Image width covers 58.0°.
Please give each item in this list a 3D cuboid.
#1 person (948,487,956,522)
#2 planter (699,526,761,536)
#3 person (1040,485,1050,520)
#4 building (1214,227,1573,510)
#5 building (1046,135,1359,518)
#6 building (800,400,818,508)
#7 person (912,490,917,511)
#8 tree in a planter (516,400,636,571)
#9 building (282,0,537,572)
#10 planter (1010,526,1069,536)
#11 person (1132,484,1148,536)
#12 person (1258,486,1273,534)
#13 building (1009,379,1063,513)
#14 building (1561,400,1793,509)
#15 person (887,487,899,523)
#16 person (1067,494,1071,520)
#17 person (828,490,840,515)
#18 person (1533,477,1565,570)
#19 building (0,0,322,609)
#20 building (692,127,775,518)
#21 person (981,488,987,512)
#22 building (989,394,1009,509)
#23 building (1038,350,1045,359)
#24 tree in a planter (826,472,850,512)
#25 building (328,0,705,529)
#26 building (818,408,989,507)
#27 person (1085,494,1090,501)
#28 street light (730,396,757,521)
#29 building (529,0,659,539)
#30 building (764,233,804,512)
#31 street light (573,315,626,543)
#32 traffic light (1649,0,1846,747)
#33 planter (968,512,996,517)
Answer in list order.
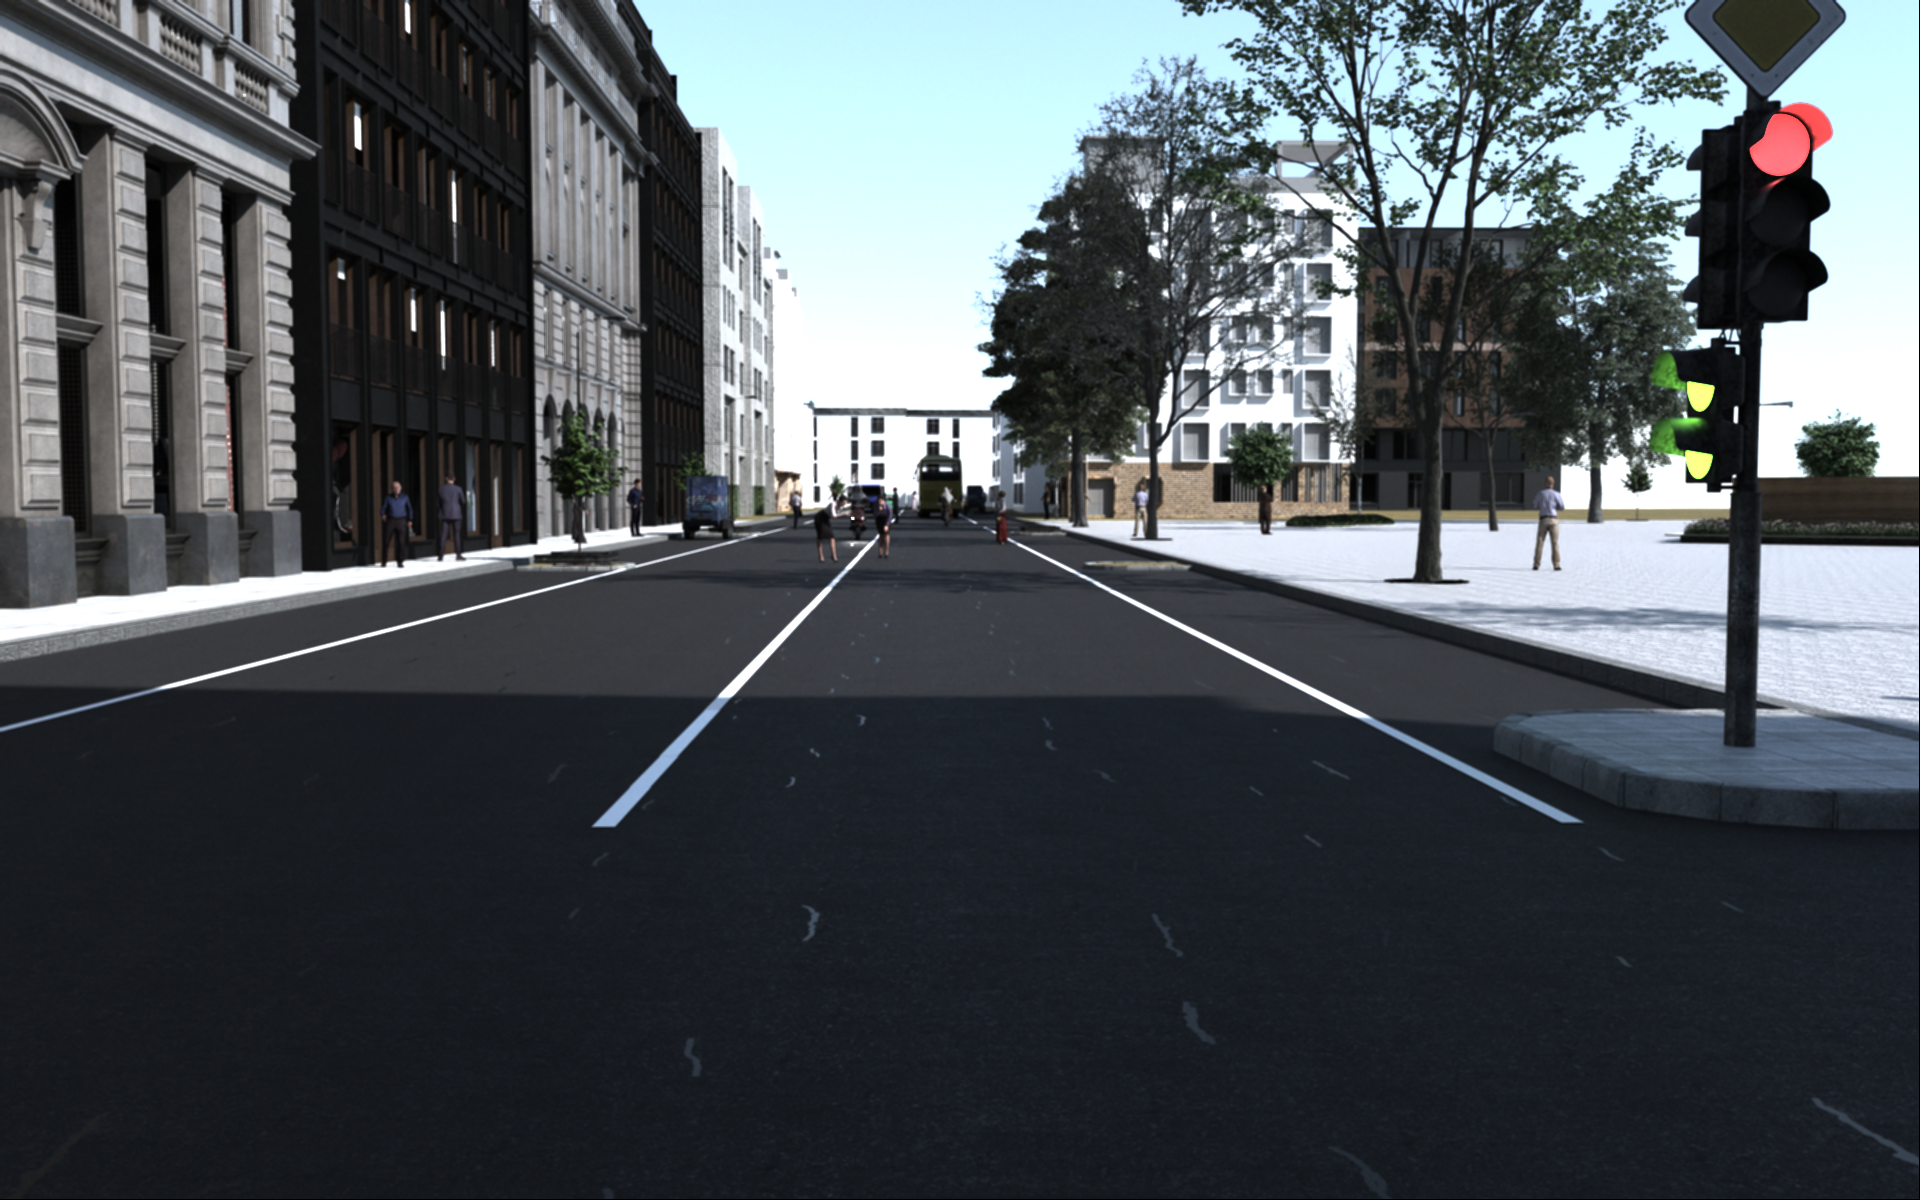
[{"bbox_3d":[-0.480,-4.827,87.871,0.568,1.767,0.683,0,4,5],"label":"person"},{"bbox_3d":[-7.949,-2.387,60.166,1.991,0.319,1.994,0,4,-1],"label":"planter"},{"bbox_3d":[4.253,-4.878,86.517,0.721,1.735,1.217,-1,4,-16],"label":"person"},{"bbox_3d":[30.500,-18.510,146.609,32.646,21.610,27.936,0,4,-1],"label":"building"},{"bbox_3d":[12.978,-14.736,97.355,16.016,20.091,11.380,0,4,-1],"label":"building"},{"bbox_3d":[-27.270,-12.999,154.675,28.070,9.664,9.099,0,4,-1],"label":"building"},{"bbox_3d":[-3.719,-8.176,142.851,0.621,1.740,0.551,3,5,43],"label":"person"},{"bbox_3d":[-7.303,-2.197,33.141,1.991,3.239,1.994,0,4,-1],"label":"tree in a planter"},{"bbox_3d":[-16.790,-12.597,35.646,12.332,23.373,15.834,0,4,-1],"label":"building"},{"bbox_3d":[2.752,-2.423,60.749,1.991,0.319,1.994,0,4,-1],"label":"planter"},{"bbox_3d":[5.472,-2.722,52.606,0.516,1.574,0.319,0,4,-6],"label":"person"},{"bbox_3d":[9.701,-2.861,55.095,0.388,1.546,0.482,-3,5,-41],"label":"person"},{"bbox_3d":[8.785,-10.711,117.268,9.099,9.664,28.070,0,4,-1],"label":"building"},{"bbox_3d":[60.911,-13.113,156.545,28.070,9.664,9.099,0,4,-1],"label":"building"},{"bbox_3d":[-3.332,-4.661,85.243,0.750,1.759,0.617,1,4,16],"label":"person"},{"bbox_3d":[5.688,-4.870,86.589,0.530,1.710,0.541,-2,4,-28],"label":"person"},{"bbox_3d":[-8.729,-6.873,121.397,1.217,1.766,0.721,1,4,21],"label":"person"},{"bbox_3d":[9.910,-1.291,29.210,0.516,1.574,0.319,2,4,29],"label":"person"},{"bbox_3d":[-15.150,-11.556,17.823,11.050,23.489,19.941,0,4,-1],"label":"building"},{"bbox_3d":[-20.354,-14.240,99.282,16.747,18.905,31.486,0,4,-1],"label":"building"},{"bbox_3d":[1.509,-6.903,121.225,0.709,1.838,0.599,2,4,26],"label":"person"},{"bbox_3d":[7.786,-12.479,146.187,9.099,9.664,28.070,0,4,-1],"label":"building"},{"bbox_3d":[25.178,-20.704,182.481,32.646,21.610,27.936,0,4,-1],"label":"building"},{"bbox_3d":[-9.824,-8.613,138.050,1.991,3.239,1.994,0,4,-1],"label":"tree in a planter"},{"bbox_3d":[-18.350,-15.032,75.444,12.332,23.373,15.834,0,4,-1],"label":"building"},{"bbox_3d":[-5.360,-14.107,172.796,28.070,9.664,9.099,0,4,-1],"label":"building"},{"bbox_3d":[6.216,-5.064,88.843,0.705,1.823,1.348,3,5,40],"label":"person"},{"bbox_3d":[-10.261,-6.689,81.909,1.470,5.913,1.316,0,4,-1],"label":"street light"},{"bbox_3d":[-18.045,-13.075,55.583,13.314,21.916,24.055,0,4,-1],"label":"building"},{"bbox_3d":[-20.563,-16.857,132.024,16.016,20.091,11.380,0,4,-1],"label":"building"},{"bbox_3d":[-9.386,-4.440,45.135,1.470,5.913,1.316,0,4,-1],"label":"street light"},{"bbox_3d":[3.962,-1.192,8.731,0.839,4.213,0.868,0,4,-1],"label":"traffic light"},{"bbox_3d":[1.530,-5.519,111.382,1.991,0.319,1.994,0,4,-1],"label":"planter"}]
